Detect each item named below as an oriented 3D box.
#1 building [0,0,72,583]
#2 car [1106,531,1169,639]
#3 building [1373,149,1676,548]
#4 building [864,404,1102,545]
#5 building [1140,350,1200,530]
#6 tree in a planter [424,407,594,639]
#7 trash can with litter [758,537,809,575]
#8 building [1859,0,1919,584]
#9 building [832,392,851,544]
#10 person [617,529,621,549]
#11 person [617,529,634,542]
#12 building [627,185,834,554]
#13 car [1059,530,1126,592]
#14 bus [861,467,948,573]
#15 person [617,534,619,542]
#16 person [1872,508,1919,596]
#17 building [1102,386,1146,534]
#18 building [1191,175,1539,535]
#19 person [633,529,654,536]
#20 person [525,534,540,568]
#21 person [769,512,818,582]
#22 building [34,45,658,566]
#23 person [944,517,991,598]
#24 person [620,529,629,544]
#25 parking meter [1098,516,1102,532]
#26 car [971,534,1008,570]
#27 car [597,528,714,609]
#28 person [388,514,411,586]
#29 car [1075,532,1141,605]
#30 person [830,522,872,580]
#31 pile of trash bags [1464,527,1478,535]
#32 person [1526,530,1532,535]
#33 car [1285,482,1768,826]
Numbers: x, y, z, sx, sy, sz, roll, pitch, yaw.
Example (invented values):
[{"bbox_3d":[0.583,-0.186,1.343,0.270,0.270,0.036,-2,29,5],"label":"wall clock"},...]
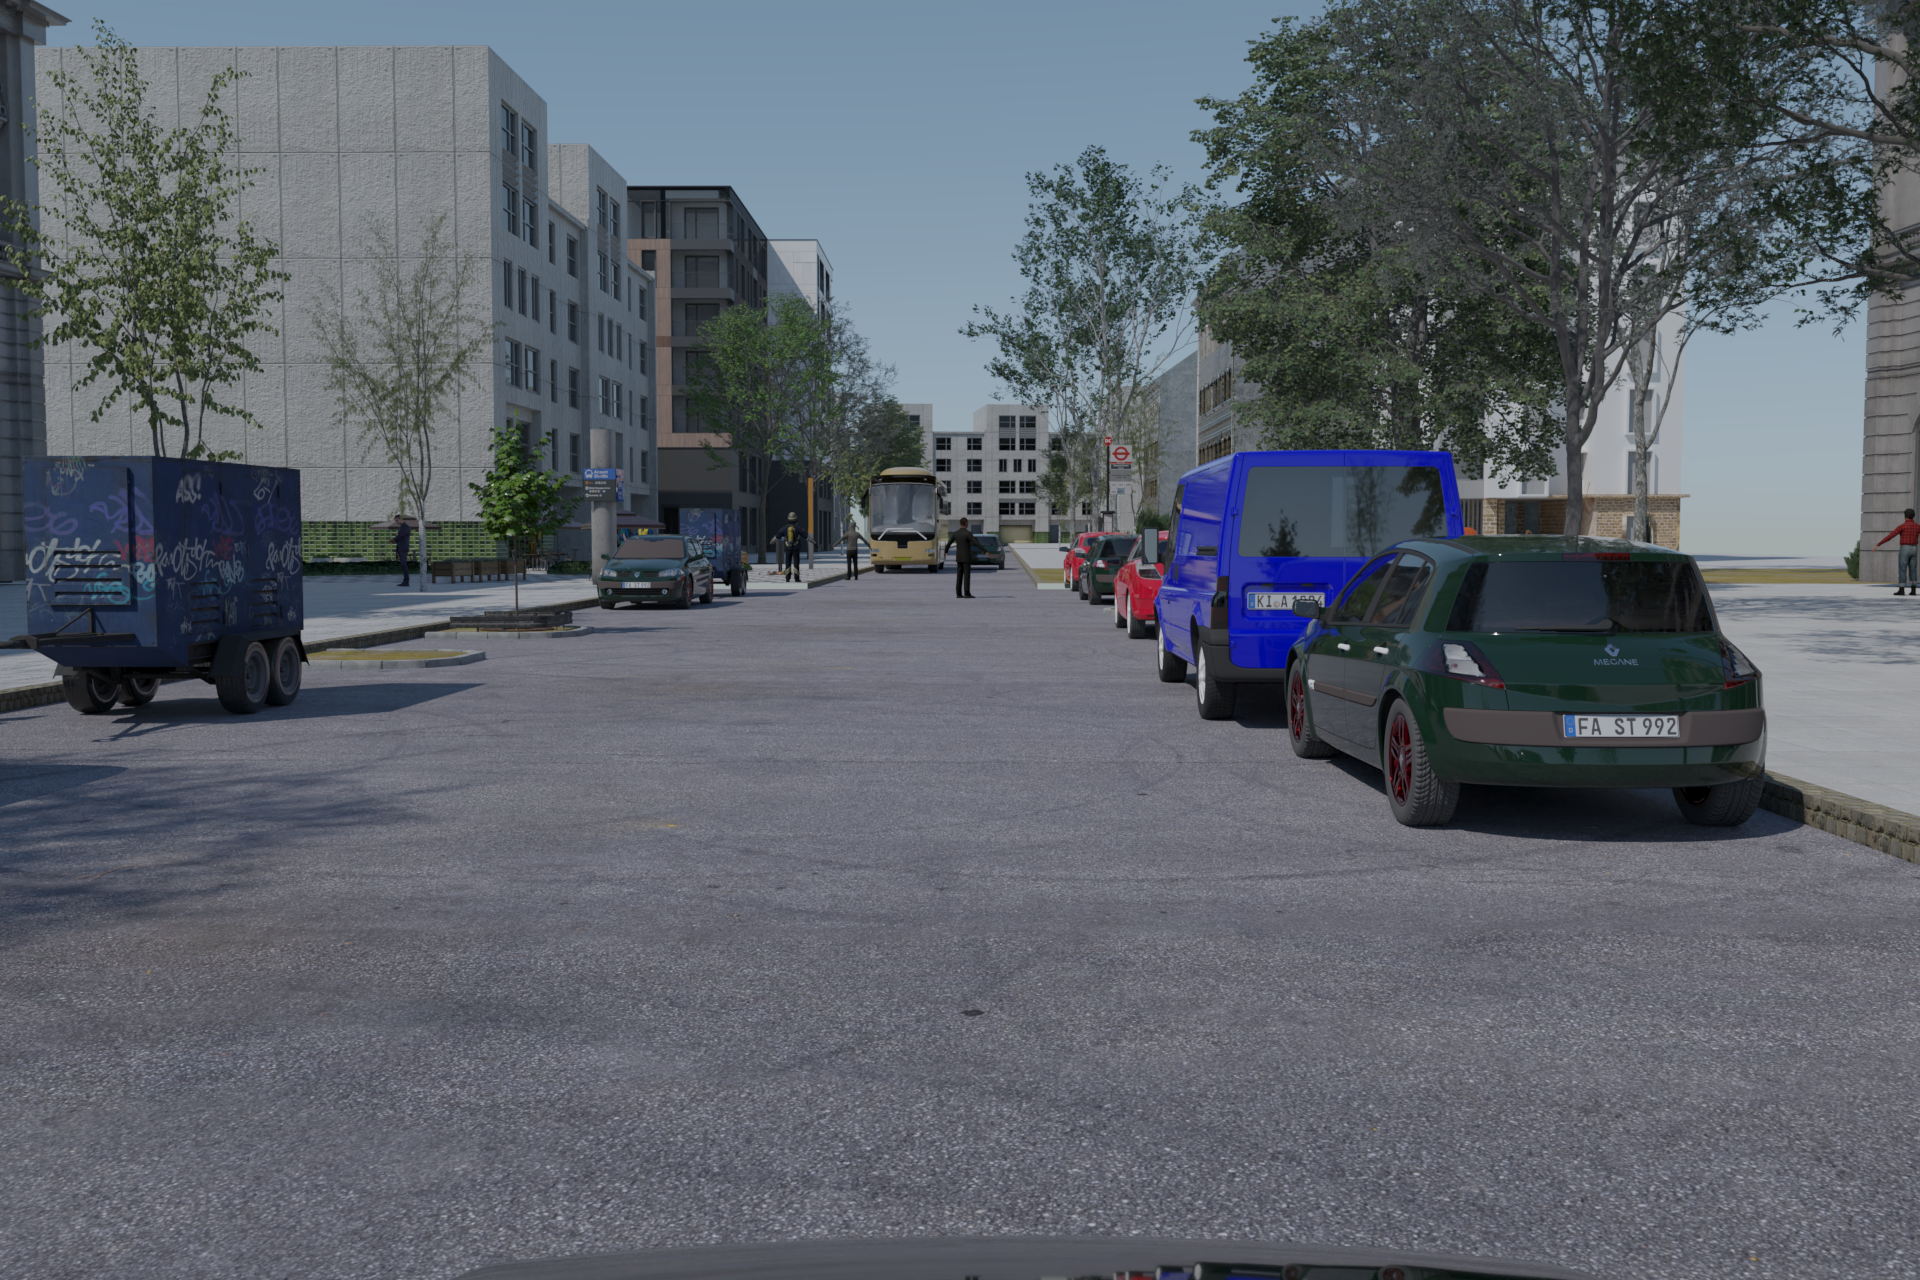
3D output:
[{"bbox_3d":[-29.638,-11.738,32.570,13.314,22.015,24.055,0,4,2],"label":"building"},{"bbox_3d":[3.225,-0.984,25.123,2.155,1.783,4.494,0,4,2],"label":"car"},{"bbox_3d":[27.293,-14.394,91.764,16.016,20.090,11.380,0,4,1],"label":"building"},{"bbox_3d":[2.738,-22.825,242.111,31.486,18.905,16.747,0,4,-6],"label":"building"},{"bbox_3d":[28.959,-21.283,178.907,19.493,23.208,18.063,0,4,1],"label":"building"},{"bbox_3d":[-6.309,-1.671,24.547,1.991,3.239,1.994,0,4,2],"label":"tree in a planter"},{"bbox_3d":[-5.522,-2.669,54.694,1.678,1.210,2.233,0,4,1],"label":"trash can with litter"},{"bbox_3d":[27.709,-11.604,30.377,13.314,22.015,24.055,0,4,2],"label":"building"},{"bbox_3d":[-23.351,-21.398,216.317,16.747,18.905,31.486,0,4,1],"label":"building"},{"bbox_3d":[-16.033,-4.614,81.582,0.704,1.843,1.345,2,4,25],"label":"person"},{"bbox_3d":[-15.177,-4.449,79.016,1.348,1.796,0.705,3,5,44],"label":"person"},{"bbox_3d":[-23.845,-16.772,118.190,27.936,21.610,32.646,0,4,0],"label":"building"},{"bbox_3d":[3.648,-2.172,44.557,2.155,1.783,4.494,0,3,0],"label":"car"},{"bbox_3d":[-1.908,-4.640,67.406,2.896,3.916,12.252,0,4,1],"label":"bus"},{"bbox_3d":[-15.638,-4.360,77.466,1.347,1.806,0.705,3,5,40],"label":"person"},{"bbox_3d":[19.708,-1.830,36.030,1.345,1.816,0.704,0,4,2],"label":"person"},{"bbox_3d":[27.063,-21.317,214.985,16.747,18.905,31.486,0,4,1],"label":"building"},{"bbox_3d":[24.600,-16.718,104.273,19.493,23.208,18.063,0,4,2],"label":"building"},{"bbox_3d":[-11.376,-3.443,62.257,1.349,1.833,0.705,2,4,27],"label":"person"},{"bbox_3d":[-16.129,-3.637,65.241,0.705,1.858,1.354,0,4,-3],"label":"person"},{"bbox_3d":[-4.462,-2.473,46.213,1.354,1.856,0.705,0,4,6],"label":"person"},{"bbox_3d":[-25.168,-12.994,78.910,16.747,18.905,31.486,0,4,1],"label":"building"},{"bbox_3d":[0.106,-1.834,38.673,1.346,1.802,0.704,3,5,41],"label":"person"},{"bbox_3d":[-12.708,-3.649,65.796,0.704,1.817,1.347,-1,4,-10],"label":"person"},{"bbox_3d":[4.790,-3.168,57.507,0.399,1.863,0.255,0,4,-1],"label":"parking meter"},{"bbox_3d":[0.965,-3.711,70.457,2.009,1.686,4.222,0,4,2],"label":"car"},{"bbox_3d":[-5.996,-1.502,34.347,2.009,1.686,4.222,0,4,1],"label":"car"},{"bbox_3d":[-13.761,-2.203,42.505,0.568,1.767,0.683,-3,4,-38],"label":"person"},{"bbox_3d":[3.450,-1.625,36.361,2.009,1.686,4.222,0,4,0],"label":"car"},{"bbox_3d":[-3.360,-2.768,53.842,1.348,1.813,0.705,-1,4,-21],"label":"person"},{"bbox_3d":[6.635,-0.733,21.739,1.912,1.369,3.447,0,4,1],"label":"pile of trash bags"},{"bbox_3d":[21.351,-3.427,65.291,0.991,1.433,0.599,-3,5,-39],"label":"person"},{"bbox_3d":[3.002,-0.006,9.886,2.009,1.686,4.222,0,3,0],"label":"car"}]
